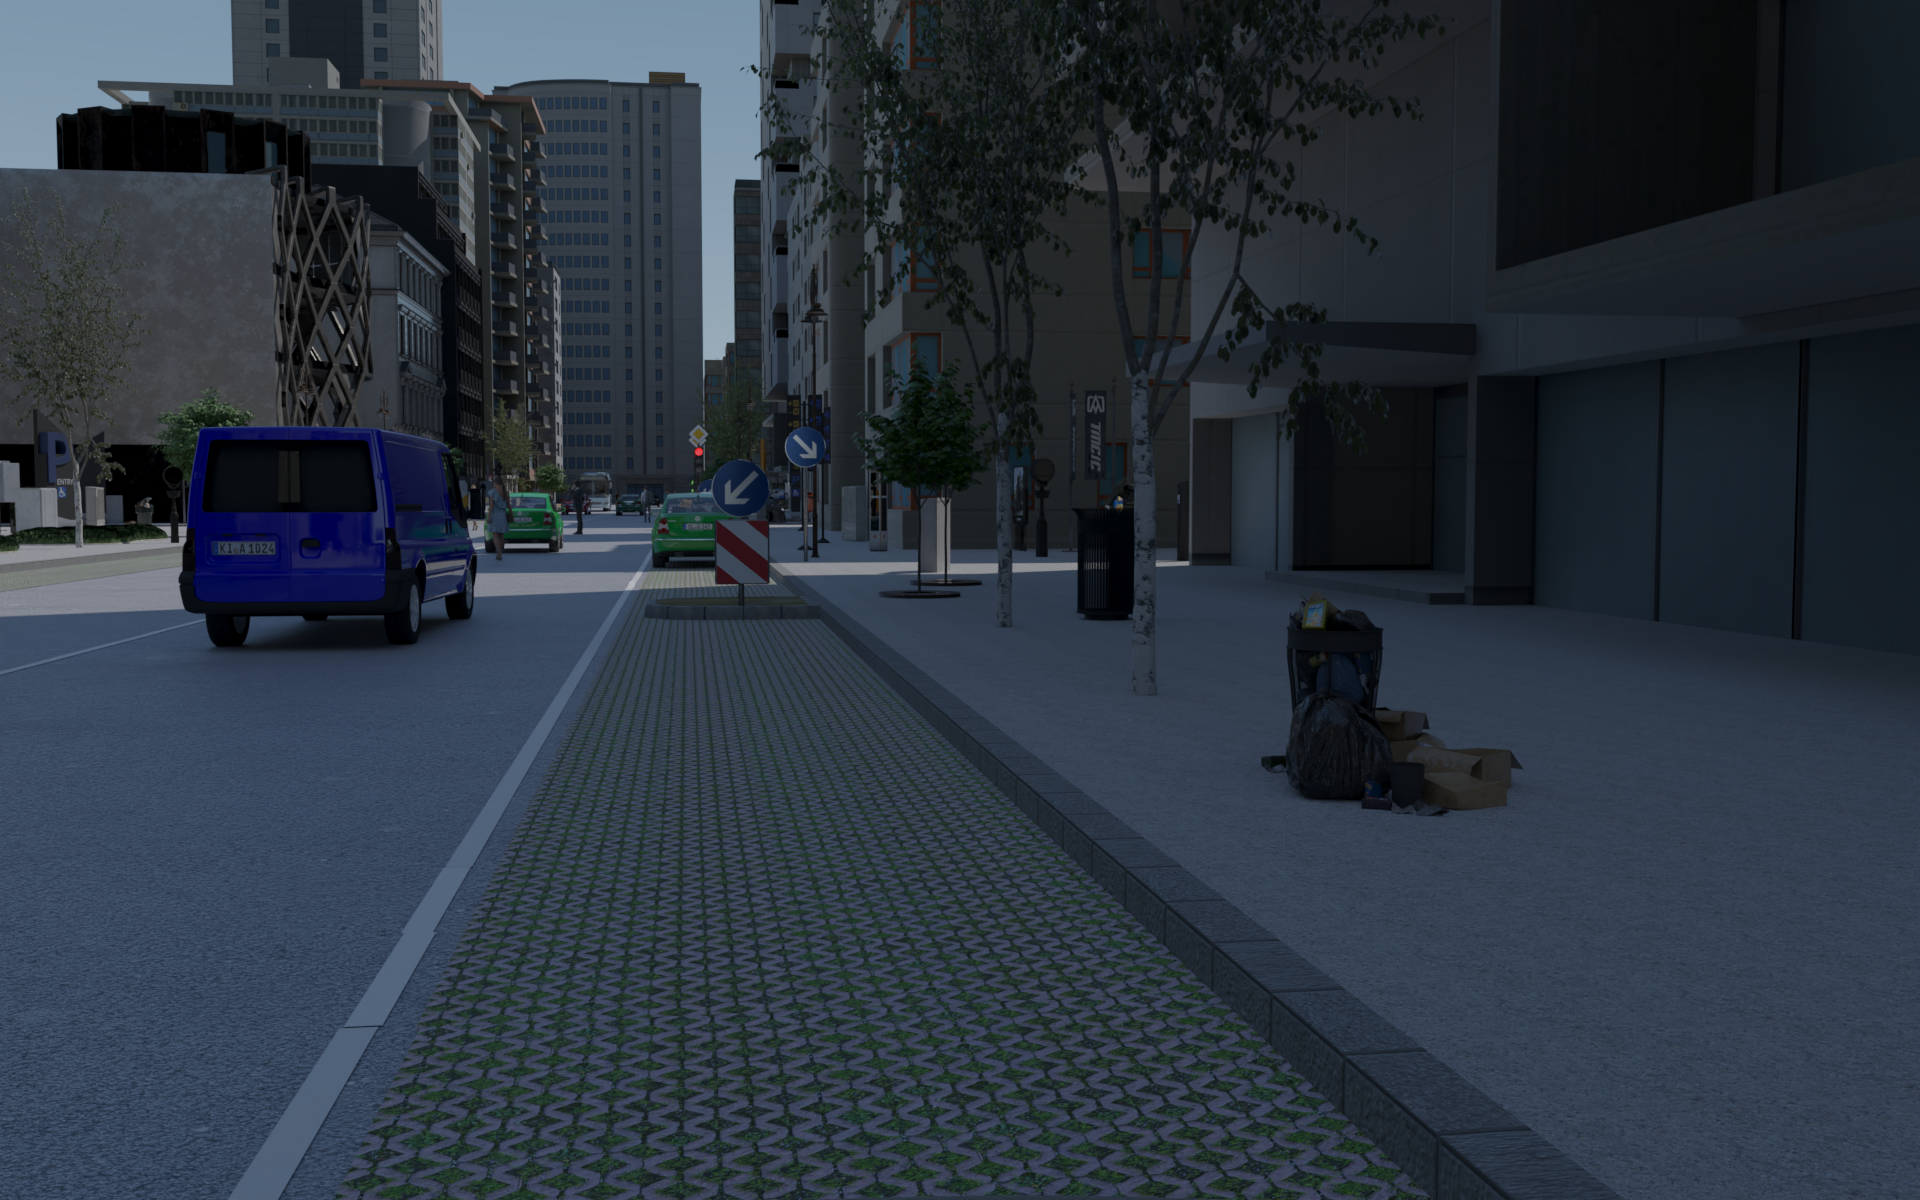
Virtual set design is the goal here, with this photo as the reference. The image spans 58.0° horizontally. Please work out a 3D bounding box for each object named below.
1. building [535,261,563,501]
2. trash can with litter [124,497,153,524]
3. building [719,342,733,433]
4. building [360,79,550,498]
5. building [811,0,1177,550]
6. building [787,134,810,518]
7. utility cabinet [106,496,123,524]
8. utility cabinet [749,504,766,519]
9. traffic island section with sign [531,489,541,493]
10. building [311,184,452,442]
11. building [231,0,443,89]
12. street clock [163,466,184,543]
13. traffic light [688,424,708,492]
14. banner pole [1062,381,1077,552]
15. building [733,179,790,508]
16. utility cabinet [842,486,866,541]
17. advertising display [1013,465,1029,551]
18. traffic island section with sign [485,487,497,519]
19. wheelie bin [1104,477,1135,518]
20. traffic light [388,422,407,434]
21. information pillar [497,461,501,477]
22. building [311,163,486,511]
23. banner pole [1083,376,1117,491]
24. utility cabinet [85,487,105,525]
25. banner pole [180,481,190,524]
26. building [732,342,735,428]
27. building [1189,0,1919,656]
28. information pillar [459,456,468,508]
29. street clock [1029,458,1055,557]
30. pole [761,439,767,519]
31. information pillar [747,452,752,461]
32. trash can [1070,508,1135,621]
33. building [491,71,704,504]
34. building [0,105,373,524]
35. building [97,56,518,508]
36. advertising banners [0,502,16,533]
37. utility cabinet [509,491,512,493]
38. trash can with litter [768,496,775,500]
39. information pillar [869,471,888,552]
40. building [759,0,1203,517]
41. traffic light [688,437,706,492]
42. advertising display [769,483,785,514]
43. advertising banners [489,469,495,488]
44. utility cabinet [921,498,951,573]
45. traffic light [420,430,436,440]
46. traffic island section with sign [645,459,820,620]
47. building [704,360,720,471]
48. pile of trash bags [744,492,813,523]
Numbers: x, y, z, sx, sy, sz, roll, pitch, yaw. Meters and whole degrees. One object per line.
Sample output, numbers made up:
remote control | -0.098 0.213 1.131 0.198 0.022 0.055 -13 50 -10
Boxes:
building | -56.649 -27.080 214.453 14.107 30.474 14.160 -1 4 -9
trash can with litter | -29.764 -3.135 62.647 1.055 1.170 0.624 0 4 -5
building | -15.119 -22.557 213.840 27.650 21.520 28.899 -1 4 -9
building | -56.089 -32.489 185.811 22.147 44.769 28.867 -1 4 -9
building | 10.093 -12.884 55.685 27.650 21.520 28.899 -1 4 -9
building | 5.667 -15.395 96.741 28.899 21.520 27.650 -1 4 -9
utility cabinet | -36.983 -3.924 75.320 1.020 1.237 0.306 -2 4 -32
utility cabinet | -7.198 -3.229 61.470 0.318 1.500 1.173 1 4 9
traffic island section with sign | -31.027 -7.236 126.940 1.989 1.847 2.006 -1 4 -9
building | -38.226 -14.868 107.714 10.561 19.102 19.286 -1 4 -9
building | -73.271 -47.029 207.170 20.611 71.187 20.563 -1 4 -9
street clock | -20.569 -2.492 45.320 0.471 2.002 0.358 -2 4 -32
traffic light | -10.530 -4.944 69.760 0.839 4.253 0.868 -1 4 -9
banner pole | 2.479 -2.942 38.122 0.401 3.779 0.863 0 4 -5
building | -14.118 -23.886 162.235 14.160 30.474 14.107 -1 4 -9
utility cabinet | -2.914 -2.364 47.326 0.318 1.500 1.173 -1 4 -23
advertising display | 1.370 -2.077 39.176 0.123 1.923 0.974 -1 4 -12
traffic island section with sign | -26.843 -5.607 100.310 1.989 1.847 2.006 -1 4 -9
wheelie bin | 3.142 -1.549 33.233 0.693 1.594 0.980 0 4 -2
traffic light | -22.047 -4.833 67.938 0.839 4.253 0.868 -1 4 -9
information pillar | -32.982 -8.109 123.935 0.183 3.616 0.504 -2 4 -35
building | -41.603 -18.050 124.796 12.332 23.373 15.834 -1 4 -9
banner pole | 3.040 -2.863 36.821 0.863 3.779 0.401 0 4 -6
utility cabinet | -26.238 -2.685 52.582 0.318 1.500 1.173 -1 4 -16
banner pole | -32.950 -5.132 73.923 0.401 3.779 0.863 2 4 29
building | -9.629 -20.789 184.939 27.650 21.520 28.899 -1 4 -9
building | 16.963 -26.300 19.237 28.713 52.752 27.495 -1 4 -9
information pillar | -30.507 -7.034 106.360 0.504 3.616 0.183 -1 4 -20
street clock | 1.667 -1.875 35.234 0.471 2.002 0.358 -2 4 -24
pole | -7.252 -4.291 63.998 0.158 3.312 0.155 0 3 0
information pillar | -11.592 -6.365 95.429 0.183 3.616 0.504 -3 4 -36
trash can | 1.504 -0.373 17.753 0.748 1.137 0.748 0 3 0
building | -50.452 -42.914 243.635 28.212 58.520 21.231 -1 4 -9
building | -37.535 -13.226 83.704 16.820 18.784 16.811 -1 4 -9
building | -57.785 -28.557 158.782 32.217 40.220 23.993 -1 4 -9
advertising banners | -31.370 -3.666 56.124 2.074 3.025 0.090 -1 4 -15
utility cabinet | -34.370 -7.453 130.530 1.173 1.500 0.318 1 4 18
trash can with litter | -10.324 -5.115 95.009 0.624 1.170 1.055 -1 4 -17
information pillar | -1.822 -2.094 38.726 0.304 2.012 0.304 2 4 31
building | -0.489 -32.828 125.973 28.713 52.752 27.495 -1 4 -9
traffic light | -11.772 -5.427 77.649 0.839 4.253 0.868 -1 4 -9
advertising display | -10.607 -5.818 100.336 0.974 1.923 0.123 0 4 3
advertising banners | -31.925 -7.545 119.548 0.090 3.025 2.074 0 4 2
utility cabinet | -0.415 -1.076 28.754 0.306 1.237 1.020 1 4 12
traffic light | -23.289 -5.315 75.826 0.839 4.253 0.868 -1 4 -9
traffic island section with sign | -2.721 -0.728 20.525 1.989 1.847 2.006 -1 4 -9
building | -22.529 -24.897 252.101 28.899 21.520 27.650 -1 4 -9
pile of trash bags | -8.242 -4.178 78.064 3.447 1.369 1.912 0 4 -4
